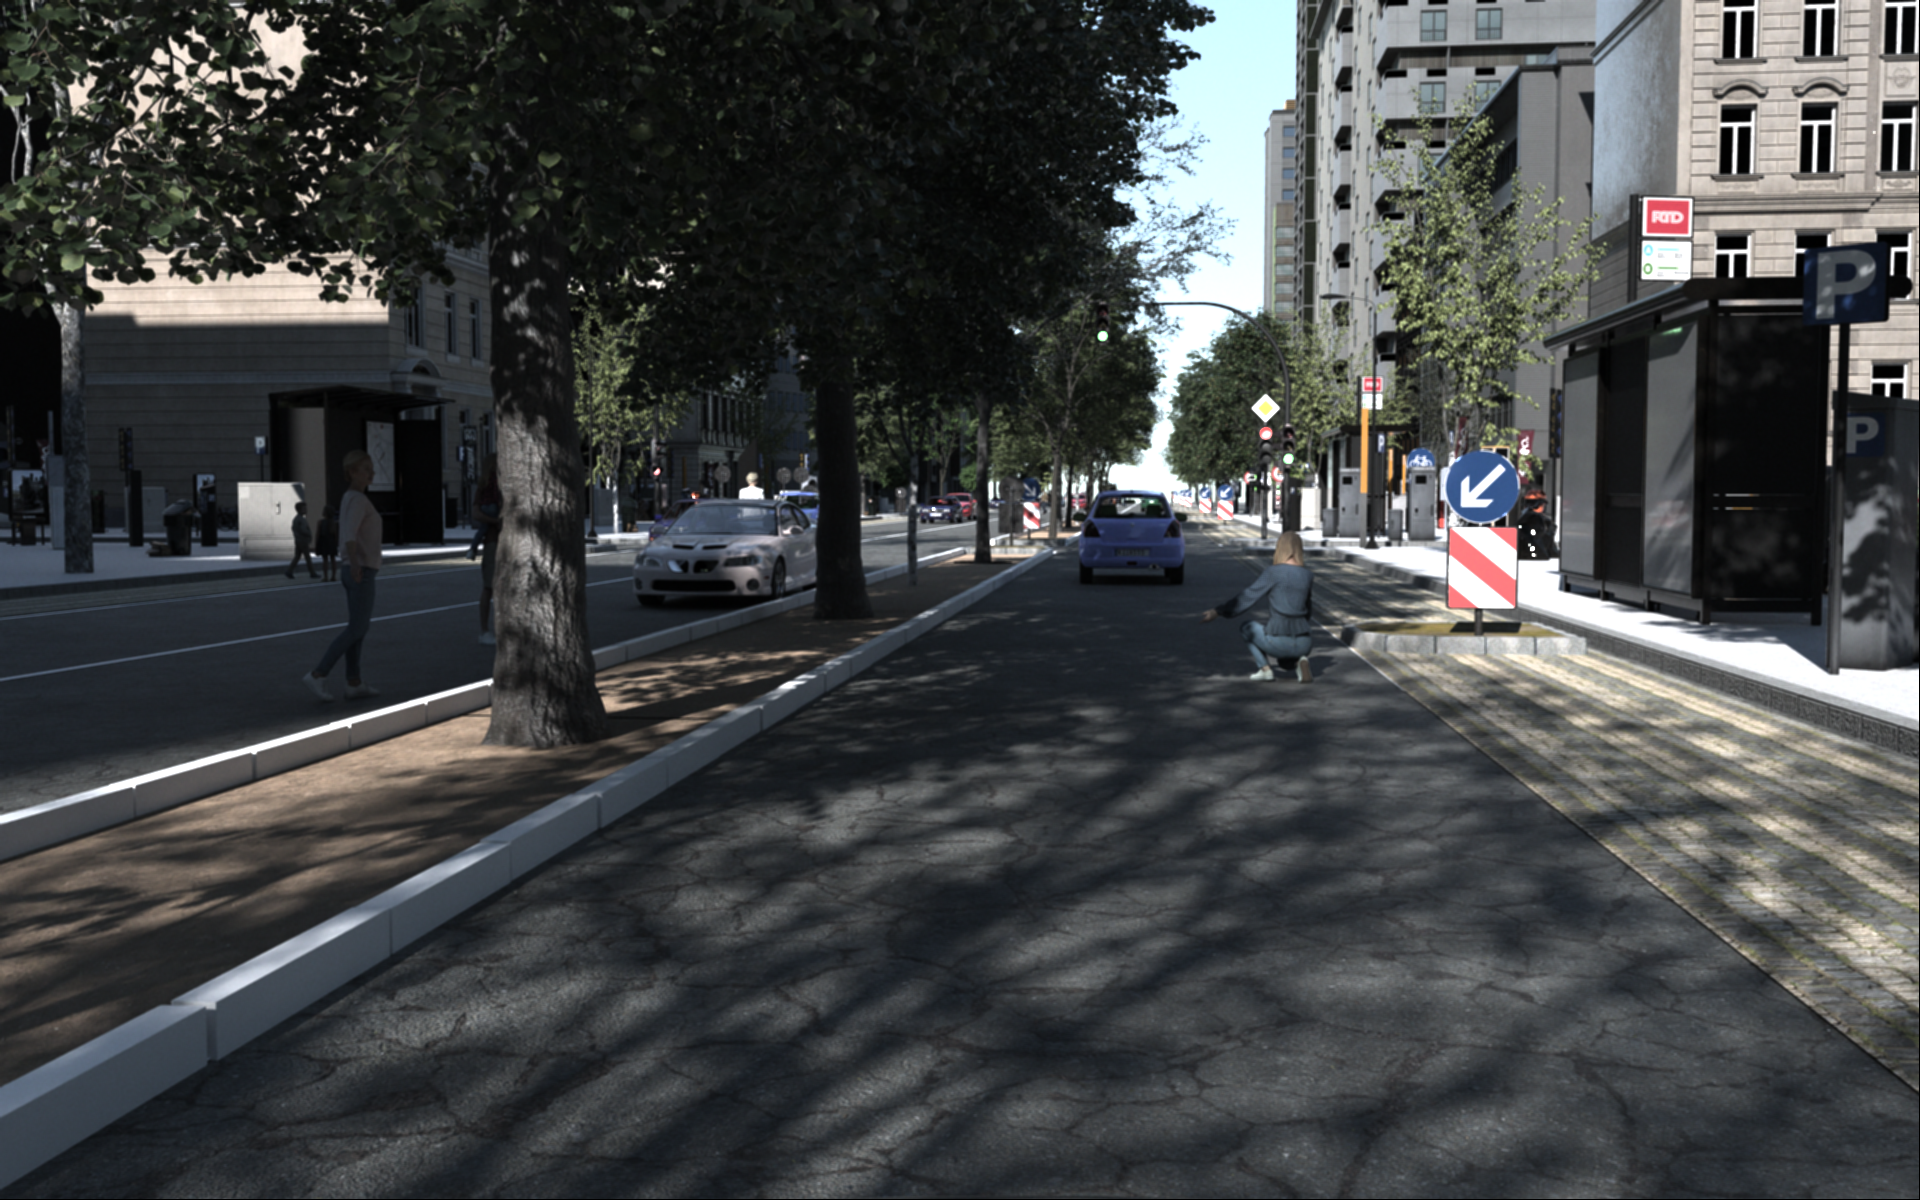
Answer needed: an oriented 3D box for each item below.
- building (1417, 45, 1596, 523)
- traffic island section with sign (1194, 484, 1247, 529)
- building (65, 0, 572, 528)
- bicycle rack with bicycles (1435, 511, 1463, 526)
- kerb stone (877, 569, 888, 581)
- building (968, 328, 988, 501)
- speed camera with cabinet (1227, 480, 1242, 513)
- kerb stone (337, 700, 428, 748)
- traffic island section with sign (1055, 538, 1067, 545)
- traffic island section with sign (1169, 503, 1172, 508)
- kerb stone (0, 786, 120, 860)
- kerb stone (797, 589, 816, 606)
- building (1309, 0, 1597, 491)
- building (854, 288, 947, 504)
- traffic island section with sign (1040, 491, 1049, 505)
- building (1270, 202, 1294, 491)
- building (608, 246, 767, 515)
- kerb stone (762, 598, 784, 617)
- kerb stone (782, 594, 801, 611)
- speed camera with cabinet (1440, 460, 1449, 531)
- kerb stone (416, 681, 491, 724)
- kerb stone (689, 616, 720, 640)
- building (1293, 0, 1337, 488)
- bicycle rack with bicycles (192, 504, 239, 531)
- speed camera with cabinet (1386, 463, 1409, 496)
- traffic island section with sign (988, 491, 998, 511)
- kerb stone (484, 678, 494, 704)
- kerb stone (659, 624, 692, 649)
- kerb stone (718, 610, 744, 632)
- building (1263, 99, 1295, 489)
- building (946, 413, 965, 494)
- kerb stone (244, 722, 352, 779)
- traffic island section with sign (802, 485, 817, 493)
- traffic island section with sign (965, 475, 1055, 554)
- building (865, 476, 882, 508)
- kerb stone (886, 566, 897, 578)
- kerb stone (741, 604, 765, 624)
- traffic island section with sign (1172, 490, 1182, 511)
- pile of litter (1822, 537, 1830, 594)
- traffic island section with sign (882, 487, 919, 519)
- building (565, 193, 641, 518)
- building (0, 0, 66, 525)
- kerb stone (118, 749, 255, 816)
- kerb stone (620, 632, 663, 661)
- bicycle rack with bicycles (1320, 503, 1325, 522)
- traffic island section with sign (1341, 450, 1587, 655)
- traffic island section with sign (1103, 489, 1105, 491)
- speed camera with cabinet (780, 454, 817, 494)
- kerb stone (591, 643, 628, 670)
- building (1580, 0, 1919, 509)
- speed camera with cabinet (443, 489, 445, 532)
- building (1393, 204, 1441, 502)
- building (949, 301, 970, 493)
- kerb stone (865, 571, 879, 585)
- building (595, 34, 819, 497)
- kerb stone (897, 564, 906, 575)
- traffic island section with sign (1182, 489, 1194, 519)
[{"bbox_3d":[33.316,-16.579,90.134,14.314,24.678,30.058,0,4,6],"label":"building"},{"bbox_3d":[10.807,-3.844,71.482,1.989,1.847,2.006,0,4,6],"label":"traffic island section with sign"},{"bbox_3d":[-26.194,-17.619,73.981,13.634,28.700,20.117,0,4,6],"label":"building"},{"bbox_3d":[19.404,-3.292,67.206,2.852,0.926,2.925,0,4,2],"label":"bicycle rack with bicycles"},{"bbox_3d":[-1.367,-0.384,28.515,0.120,0.150,1.000,0,4,6],"label":"kerb stone"},{"bbox_3d":[-3.104,-36.366,278.183,14.154,41.232,14.086,0,4,6],"label":"building"},{"bbox_3d":[18.522,-7.494,116.866,0.660,3.252,2.038,1,4,21],"label":"speed camera with cabinet"},{"bbox_3d":[-3.405,0.735,10.173,0.120,0.150,1.000,0,4,6],"label":"kerb stone"},{"bbox_3d":[2.018,-2.517,49.286,2.006,1.907,1.989,0,4,6],"label":"traffic island section with sign"},{"bbox_3d":[22.325,-10.153,174.625,1.989,1.847,2.006,0,4,6],"label":"traffic island section with sign"},{"bbox_3d":[-3.744,0.922,7.115,0.120,0.150,1.000,0,4,6],"label":"kerb stone"},{"bbox_3d":[-2.034,-0.012,22.391,0.120,0.150,1.000,0,4,6],"label":"kerb stone"},{"bbox_3d":[49.934,-35.566,170.746,28.713,52.752,27.495,0,4,6],"label":"building"},{"bbox_3d":[-9.478,-27.973,229.058,14.160,30.474,14.107,0,4,6],"label":"building"},{"bbox_3d":[11.336,-13.647,231.750,1.989,1.847,2.006,0,4,6],"label":"traffic island section with sign"},{"bbox_3d":[50.904,-34.267,243.852,14.154,41.232,14.086,0,4,6],"label":"building"},{"bbox_3d":[-19.750,-15.390,116.258,10.561,19.102,19.286,0,4,6],"label":"building"},{"bbox_3d":[-2.264,0.116,20.360,0.120,0.150,1.000,0,4,6],"label":"kerb stone"},{"bbox_3d":[-2.150,0.058,21.376,0.120,0.150,1.000,0,4,6],"label":"kerb stone"},{"bbox_3d":[17.322,-3.948,58.882,0.660,3.252,2.038,-2,4,-35],"label":"speed camera with cabinet"},{"bbox_3d":[-3.295,0.673,11.200,0.120,0.150,1.000,0,4,6],"label":"kerb stone"},{"bbox_3d":[-2.609,0.299,17.312,0.120,0.150,1.000,0,4,6],"label":"kerb stone"},{"bbox_3d":[52.362,-48.141,225.352,20.563,71.187,20.611,0,4,6],"label":"building"},{"bbox_3d":[-25.882,-2.912,60.999,2.925,0.926,2.852,-2,4,-33],"label":"bicycle rack with bicycles"},{"bbox_3d":[26.473,-6.799,105.495,2.038,3.252,0.660,1,4,12],"label":"speed camera with cabinet"},{"bbox_3d":[2.230,-8.664,150.289,1.989,1.847,2.006,0,4,6],"label":"traffic island section with sign"},{"bbox_3d":[-3.180,0.610,12.218,0.120,0.150,1.000,0,4,6],"label":"kerb stone"},{"bbox_3d":[-2.734,0.362,16.291,0.120,0.150,1.000,0,4,6],"label":"kerb stone"},{"bbox_3d":[-2.490,0.243,18.328,0.120,0.150,1.000,0,4,6],"label":"kerb stone"},{"bbox_3d":[56.866,-44.183,264.393,21.231,58.520,28.212,0,4,6],"label":"building"},{"bbox_3d":[-9.979,-49.407,246.053,20.563,71.187,20.611,0,4,6],"label":"building"},{"bbox_3d":[-3.516,0.801,9.147,0.120,0.150,1.000,0,4,6],"label":"kerb stone"},{"bbox_3d":[-6.398,-3.944,73.107,1.989,1.847,2.006,0,4,6],"label":"traffic island section with sign"},{"bbox_3d":[1.186,-2.067,41.925,2.006,1.907,1.989,0,4,6],"label":"traffic island section with sign"},{"bbox_3d":[-24.491,-29.179,168.951,32.217,40.220,23.993,0,4,6],"label":"building"},{"bbox_3d":[-1.243,-0.449,29.530,0.120,0.150,1.000,0,4,6],"label":"kerb stone"},{"bbox_3d":[-2.373,0.177,19.343,0.120,0.150,1.000,0,4,6],"label":"kerb stone"},{"bbox_3d":[19.332,-8.513,147.809,1.989,1.847,2.006,0,4,6],"label":"traffic island section with sign"},{"bbox_3d":[11.017,-0.480,21.812,1.176,0.858,1.719,-1,4,-14],"label":"pile of litter"},{"bbox_3d":[-3.408,-5.582,99.897,1.989,1.847,2.006,0,4,6],"label":"traffic island section with sign"},{"bbox_3d":[-26.182,-13.810,93.239,16.820,18.784,16.811,0,4,6],"label":"building"},{"bbox_3d":[-46.096,-14.740,70.671,15.834,23.373,12.332,0,4,6],"label":"building"},{"bbox_3d":[-3.637,0.860,8.132,0.120,0.150,1.000,0,4,6],"label":"kerb stone"},{"bbox_3d":[-2.839,0.423,15.274,0.120,0.150,1.000,0,4,6],"label":"kerb stone"},{"bbox_3d":[14.926,-3.371,68.492,2.852,0.926,2.925,2,4,30],"label":"bicycle rack with bicycles"},{"bbox_3d":[4.663,-0.471,16.335,1.989,1.847,2.006,0,4,6],"label":"traffic island section with sign"},{"bbox_3d":[10.348,-7.084,123.963,2.006,1.907,1.989,0,4,6],"label":"traffic island section with sign"},{"bbox_3d":[-7.968,-5.577,85.516,0.660,3.252,2.038,3,5,41],"label":"speed camera with cabinet"},{"bbox_3d":[-2.961,0.490,14.251,0.120,0.150,1.000,0,4,6],"label":"kerb stone"},{"bbox_3d":[36.456,-16.174,61.710,25.104,27.353,12.463,0,4,6],"label":"building"},{"bbox_3d":[-17.883,-3.836,57.052,0.660,3.252,2.038,2,4,24],"label":"speed camera with cabinet"},{"bbox_3d":[35.873,-17.347,113.300,12.332,23.373,15.834,0,4,6],"label":"building"},{"bbox_3d":[-6.066,-37.558,264.184,14.600,45.320,14.200,0,4,6],"label":"building"},{"bbox_3d":[-1.471,-0.322,27.498,0.120,0.150,1.000,0,4,6],"label":"kerb stone"},{"bbox_3d":[-22.231,-36.665,141.466,21.231,58.520,28.212,0,4,6],"label":"building"},{"bbox_3d":[-1.133,-0.510,30.564,0.120,0.150,1.000,0,4,6],"label":"kerb stone"},{"bbox_3d":[13.816,-5.495,98.479,1.989,1.847,2.006,0,4,6],"label":"traffic island section with sign"}]
